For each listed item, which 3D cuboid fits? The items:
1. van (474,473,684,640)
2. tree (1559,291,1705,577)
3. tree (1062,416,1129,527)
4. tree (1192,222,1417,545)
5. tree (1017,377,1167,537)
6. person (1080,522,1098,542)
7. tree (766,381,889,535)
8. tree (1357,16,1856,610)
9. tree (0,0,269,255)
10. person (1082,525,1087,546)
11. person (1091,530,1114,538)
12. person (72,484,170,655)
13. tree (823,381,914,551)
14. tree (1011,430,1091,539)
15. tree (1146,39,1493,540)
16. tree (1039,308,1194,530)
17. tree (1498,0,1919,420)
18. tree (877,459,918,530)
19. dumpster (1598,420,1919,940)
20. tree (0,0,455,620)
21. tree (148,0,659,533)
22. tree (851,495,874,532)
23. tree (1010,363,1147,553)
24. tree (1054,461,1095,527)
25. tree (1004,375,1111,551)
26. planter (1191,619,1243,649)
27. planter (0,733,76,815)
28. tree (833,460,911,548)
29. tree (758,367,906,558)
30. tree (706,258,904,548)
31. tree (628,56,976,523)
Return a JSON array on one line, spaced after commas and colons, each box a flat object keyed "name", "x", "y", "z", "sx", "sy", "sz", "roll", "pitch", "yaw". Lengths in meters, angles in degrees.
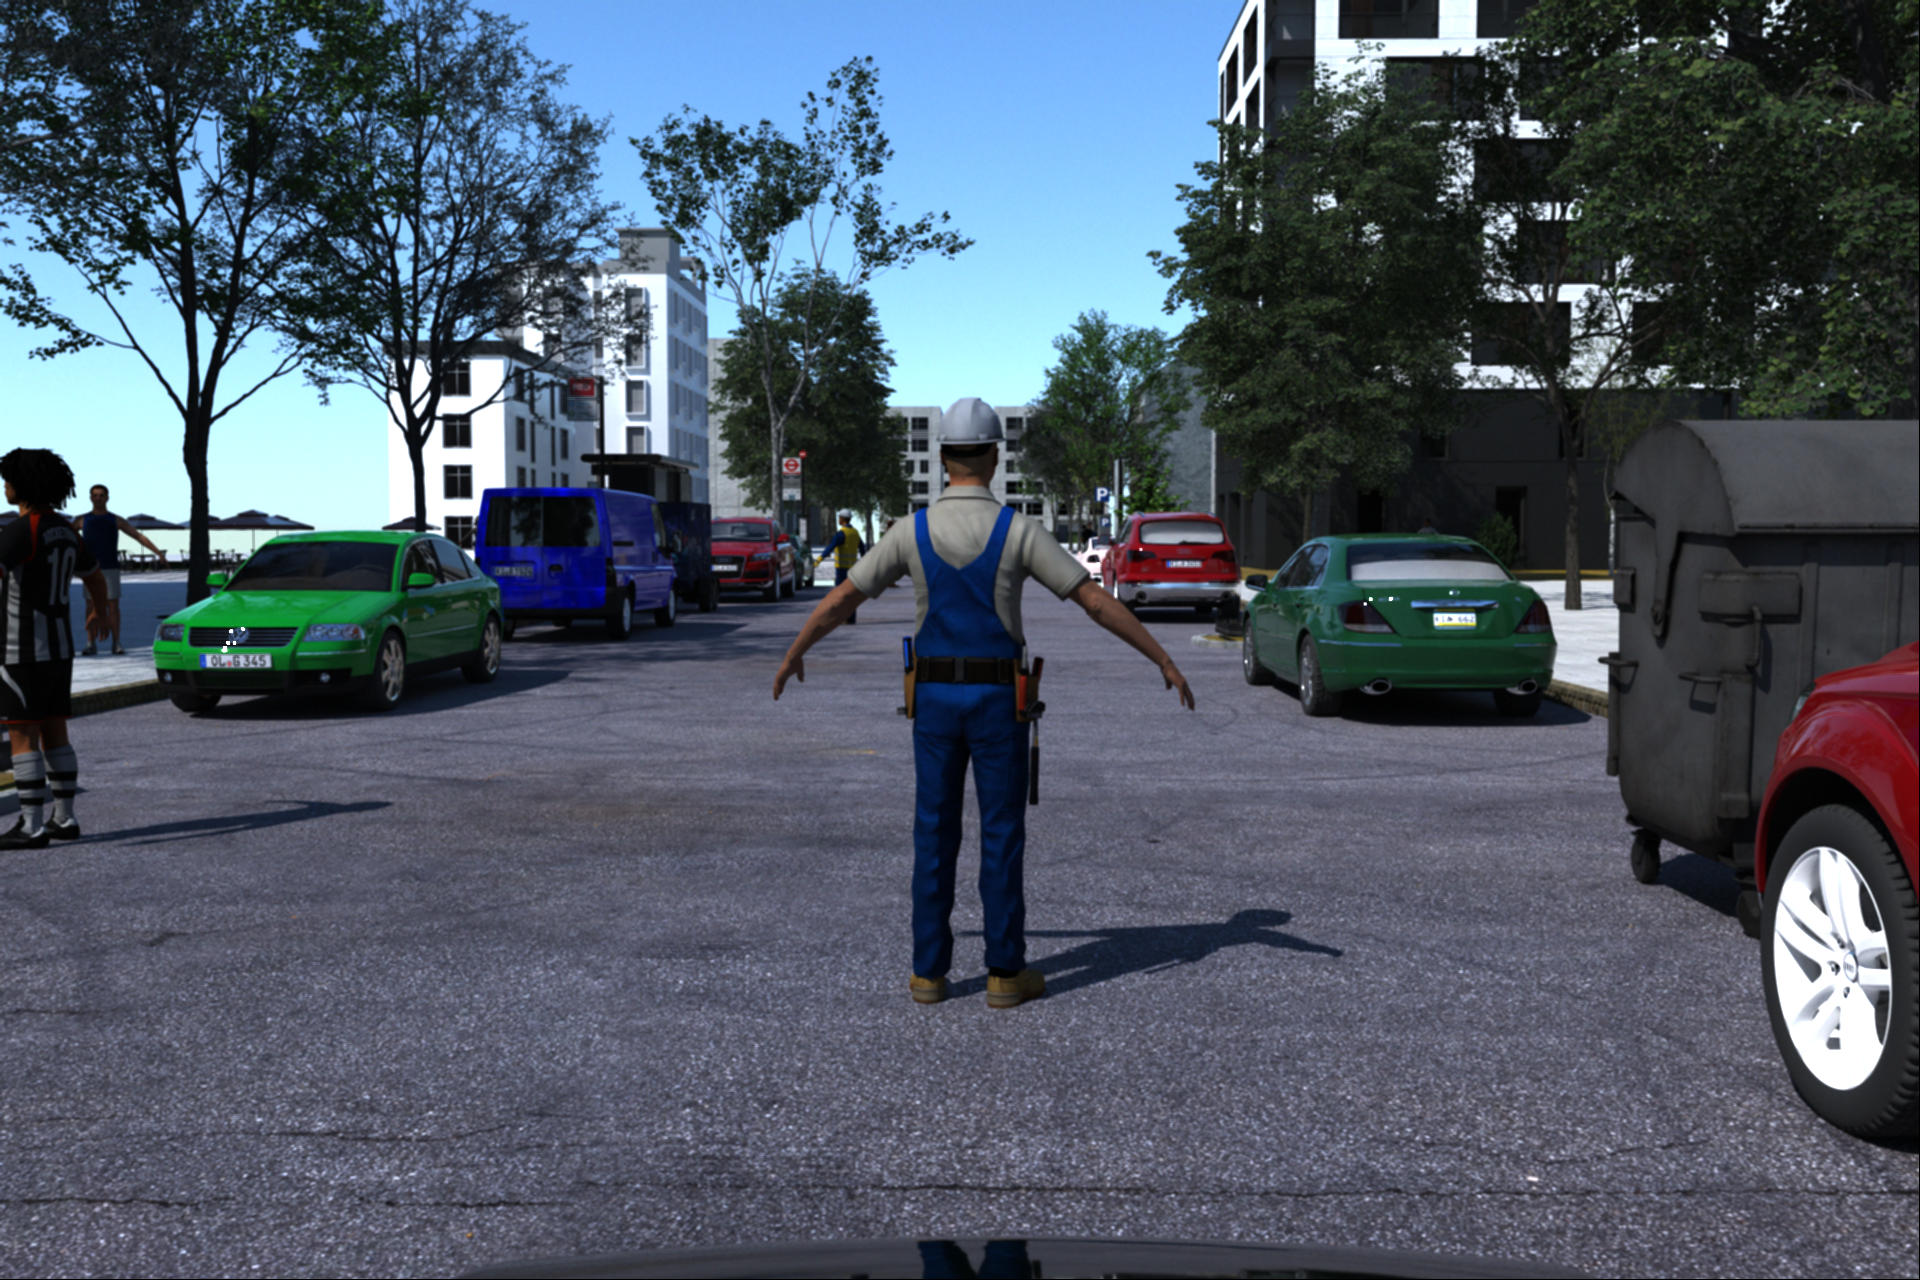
[{"name": "van", "x": -5.400, "y": -1.266, "z": 25.082, "sx": 2.240, "sy": 2.365, "sz": 5.245, "roll": 0, "pitch": 4, "yaw": 1}, {"name": "tree", "x": 19.476, "y": -6.227, "z": 52.178, "sx": 4.360, "sy": 8.622, "sz": 3.978, "roll": 0, "pitch": 3, "yaw": 0}, {"name": "tree", "x": 8.194, "y": -9.571, "z": 106.855, "sx": 4.737, "sy": 8.622, "sz": 4.395, "roll": 0, "pitch": 3, "yaw": 0}, {"name": "tree", "x": 11.397, "y": -8.020, "z": 56.889, "sx": 9.928, "sy": 11.665, "sz": 9.643, "roll": 0, "pitch": 3, "yaw": 0}, {"name": "tree", "x": 7.741, "y": -10.058, "z": 98.861, "sx": 8.767, "sy": 10.594, "sz": 7.601, "roll": -1, "pitch": 4, "yaw": -17}, {"name": "person", "x": 5.964, "y": -4.499, "z": 79.496, "sx": 1.347, "sy": 1.837, "sz": 0.705, "roll": -3, "pitch": 5, "yaw": -41}, {"name": "tree", "x": -7.682, "y": -10.407, "z": 104.566, "sx": 7.601, "sy": 10.594, "sz": 8.767, "roll": 2, "pitch": 4, "yaw": 35}, {"name": "tree", "x": 10.600, "y": -5.802, "z": 29.280, "sx": 8.767, "sy": 10.594, "sz": 7.601, "roll": 2, "pitch": 4, "yaw": 35}, {"name": "tree", "x": -11.209, "y": -6.442, "z": 15.695, "sx": 12.009, "sy": 13.543, "sz": 11.850, "roll": 0, "pitch": 3, "yaw": 0}, {"name": "person", "x": 6.380, "y": -4.941, "z": 87.502, "sx": 0.721, "sy": 1.740, "sz": 1.216, "roll": -1, "pitch": 4, "yaw": -9}, {"name": "person", "x": 5.622, "y": -3.778, "z": 68.232, "sx": 1.216, "sy": 1.772, "sz": 0.721, "roll": 1, "pitch": 4, "yaw": 19}, {"name": "person", "x": -9.152, "y": -0.752, "z": 18.458, "sx": 1.345, "sy": 1.807, "sz": 0.704, "roll": -1, "pitch": 4, "yaw": -23}, {"name": "tree", "x": -7.234, "y": -12.860, "z": 128.395, "sx": 7.486, "sy": 12.596, "sz": 7.792, "roll": 0, "pitch": 3, "yaw": 0}, {"name": "tree", "x": 8.362, "y": -13.760, "z": 150.727, "sx": 9.928, "sy": 11.665, "sz": 9.643, "roll": 0, "pitch": 3, "yaw": 0}, {"name": "tree", "x": 9.731, "y": -8.560, "z": 46.611, "sx": 9.857, "sy": 13.997, "sz": 8.962, "roll": 0, "pitch": 3, "yaw": 0}, {"name": "tree", "x": 7.251, "y": -9.464, "z": 80.499, "sx": 9.928, "sy": 11.665, "sz": 9.643, "roll": 0, "pitch": 3, "yaw": 0}, {"name": "tree", "x": 10.191, "y": -6.813, "z": 18.041, "sx": 9.857, "sy": 13.997, "sz": 8.962, "roll": 0, "pitch": 3, "yaw": 0}, {"name": "tree", "x": -6.391, "y": -12.490, "z": 154.569, "sx": 4.360, "sy": 8.622, "sz": 3.978, "roll": 0, "pitch": 3, "yaw": 0}, {"name": "dumpster", "x": 3.528, "y": 0.100, "z": 6.581, "sx": 1.865, "sy": 1.857, "sz": 1.264, "roll": 0, "pitch": 3, "yaw": 0}, {"name": "tree", "x": -11.494, "y": -6.133, "z": 26.030, "sx": 9.928, "sy": 11.665, "sz": 9.643, "roll": 0, "pitch": 3, "yaw": 0}, {"name": "tree", "x": -11.507, "y": -7.720, "z": 36.588, "sx": 12.009, "sy": 13.543, "sz": 11.850, "roll": 0, "pitch": 3, "yaw": 0}, {"name": "tree", "x": -13.389, "y": -17.859, "z": 242.350, "sx": 4.737, "sy": 8.622, "sz": 4.395, "roll": 0, "pitch": 3, "yaw": 0}, {"name": "tree", "x": 8.288, "y": -12.725, "z": 118.425, "sx": 12.009, "sy": 13.543, "sz": 11.850, "roll": 0, "pitch": 3, "yaw": 0}, {"name": "tree", "x": 9.131, "y": -11.681, "z": 141.347, "sx": 4.737, "sy": 8.622, "sz": 4.395, "roll": 0, "pitch": 3, "yaw": 0}, {"name": "tree", "x": 8.354, "y": -13.539, "z": 131.731, "sx": 12.009, "sy": 13.543, "sz": 11.850, "roll": 0, "pitch": 3, "yaw": 0}, {"name": "planter", "x": 4.037, "y": -0.082, "z": 22.480, "sx": 1.991, "sy": 0.319, "sz": 1.994, "roll": 0, "pitch": 4, "yaw": 0}, {"name": "planter", "x": -5.884, "y": 0.737, "z": 9.090, "sx": 1.991, "sy": 0.319, "sz": 1.994, "roll": 0, "pitch": 4, "yaw": 0}, {"name": "tree", "x": -7.490, "y": -12.785, "z": 143.451, "sx": 7.601, "sy": 10.594, "sz": 8.767, "roll": 2, "pitch": 4, "yaw": 28}, {"name": "tree", "x": -7.141, "y": -9.700, "z": 93.013, "sx": 8.767, "sy": 10.594, "sz": 7.601, "roll": 0, "pitch": 4, "yaw": -2}, {"name": "tree", "x": -7.321, "y": -10.729, "z": 82.069, "sx": 9.857, "sy": 13.997, "sz": 8.962, "roll": 0, "pitch": 3, "yaw": 0}, {"name": "tree", "x": -6.174, "y": -12.998, "z": 68.407, "sx": 12.611, "sy": 20.169, "sz": 13.585, "roll": 0, "pitch": 3, "yaw": 0}]
